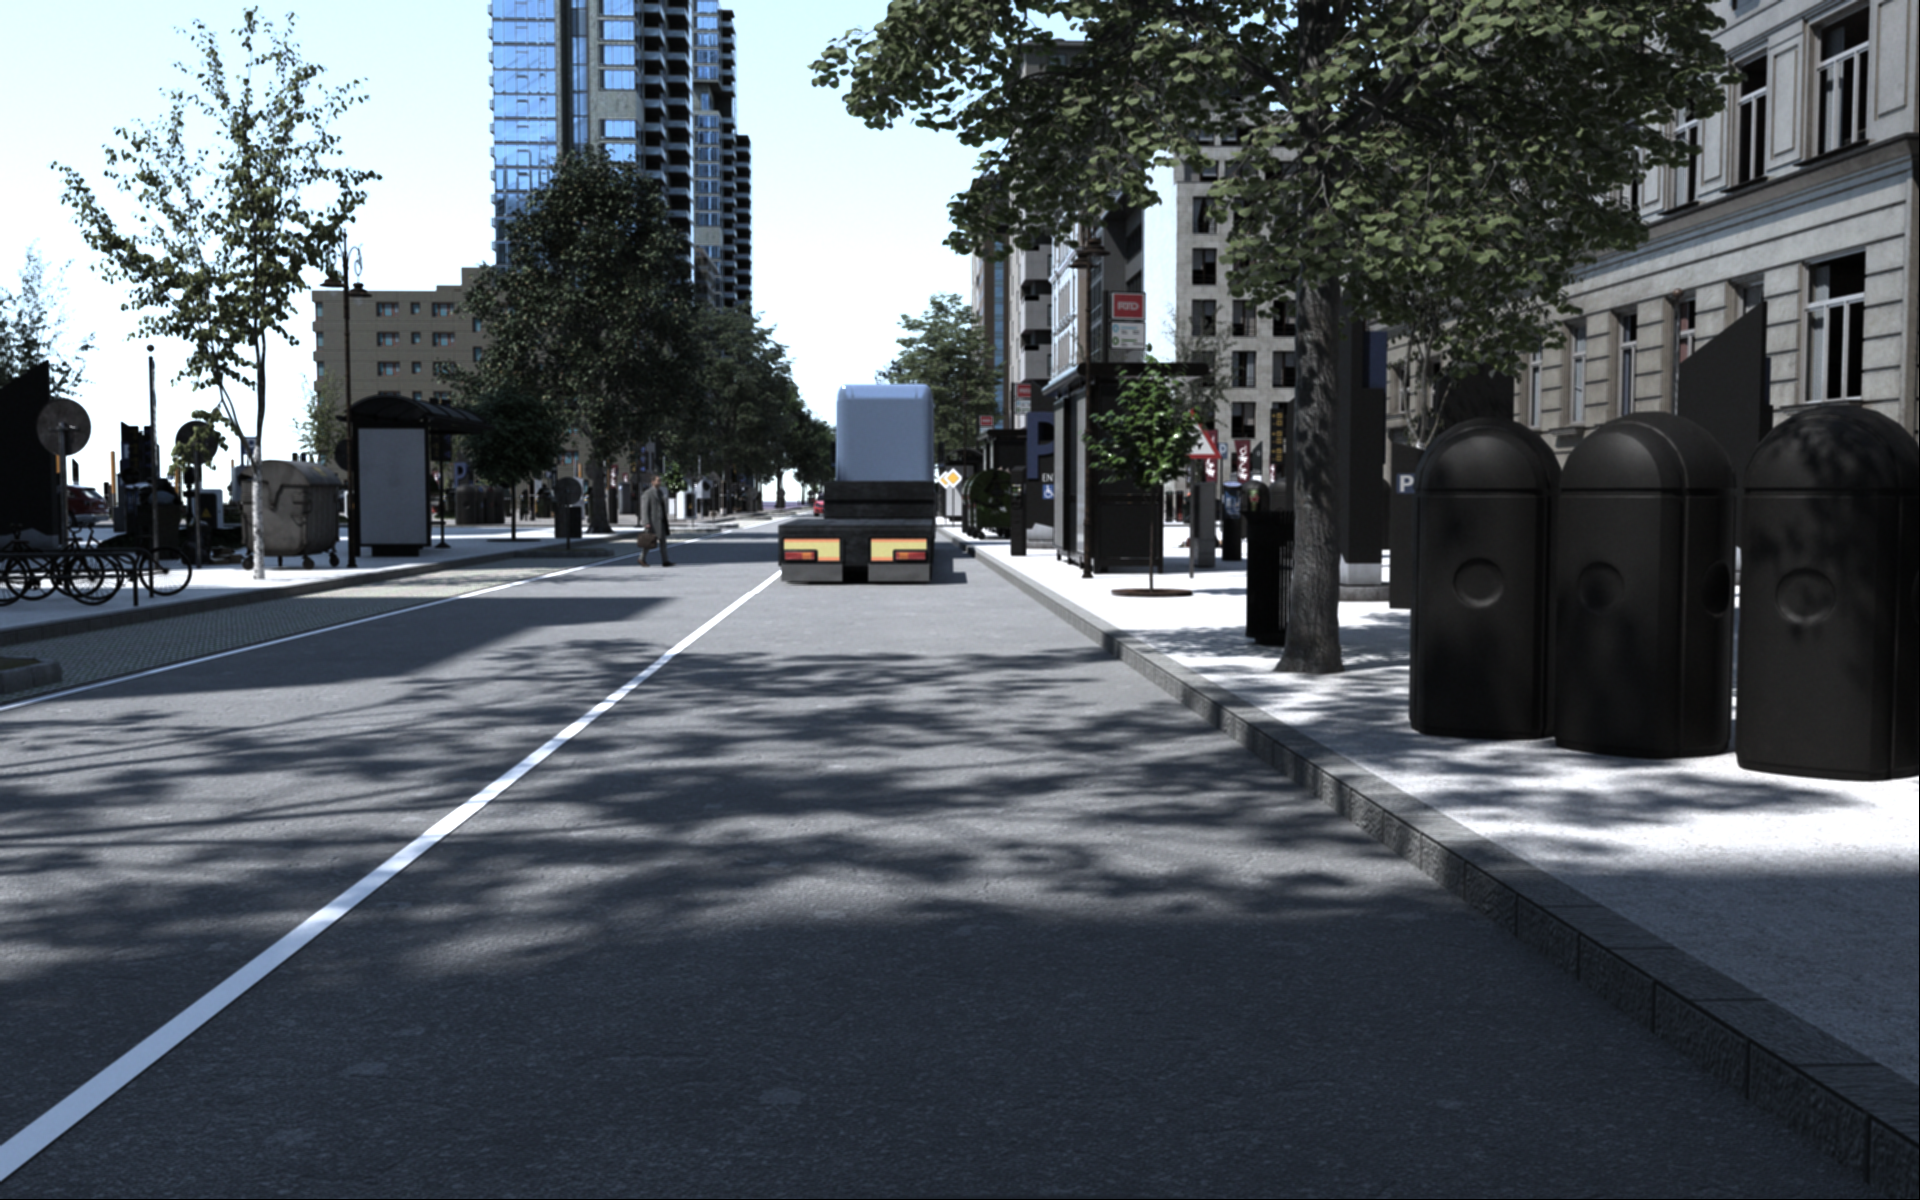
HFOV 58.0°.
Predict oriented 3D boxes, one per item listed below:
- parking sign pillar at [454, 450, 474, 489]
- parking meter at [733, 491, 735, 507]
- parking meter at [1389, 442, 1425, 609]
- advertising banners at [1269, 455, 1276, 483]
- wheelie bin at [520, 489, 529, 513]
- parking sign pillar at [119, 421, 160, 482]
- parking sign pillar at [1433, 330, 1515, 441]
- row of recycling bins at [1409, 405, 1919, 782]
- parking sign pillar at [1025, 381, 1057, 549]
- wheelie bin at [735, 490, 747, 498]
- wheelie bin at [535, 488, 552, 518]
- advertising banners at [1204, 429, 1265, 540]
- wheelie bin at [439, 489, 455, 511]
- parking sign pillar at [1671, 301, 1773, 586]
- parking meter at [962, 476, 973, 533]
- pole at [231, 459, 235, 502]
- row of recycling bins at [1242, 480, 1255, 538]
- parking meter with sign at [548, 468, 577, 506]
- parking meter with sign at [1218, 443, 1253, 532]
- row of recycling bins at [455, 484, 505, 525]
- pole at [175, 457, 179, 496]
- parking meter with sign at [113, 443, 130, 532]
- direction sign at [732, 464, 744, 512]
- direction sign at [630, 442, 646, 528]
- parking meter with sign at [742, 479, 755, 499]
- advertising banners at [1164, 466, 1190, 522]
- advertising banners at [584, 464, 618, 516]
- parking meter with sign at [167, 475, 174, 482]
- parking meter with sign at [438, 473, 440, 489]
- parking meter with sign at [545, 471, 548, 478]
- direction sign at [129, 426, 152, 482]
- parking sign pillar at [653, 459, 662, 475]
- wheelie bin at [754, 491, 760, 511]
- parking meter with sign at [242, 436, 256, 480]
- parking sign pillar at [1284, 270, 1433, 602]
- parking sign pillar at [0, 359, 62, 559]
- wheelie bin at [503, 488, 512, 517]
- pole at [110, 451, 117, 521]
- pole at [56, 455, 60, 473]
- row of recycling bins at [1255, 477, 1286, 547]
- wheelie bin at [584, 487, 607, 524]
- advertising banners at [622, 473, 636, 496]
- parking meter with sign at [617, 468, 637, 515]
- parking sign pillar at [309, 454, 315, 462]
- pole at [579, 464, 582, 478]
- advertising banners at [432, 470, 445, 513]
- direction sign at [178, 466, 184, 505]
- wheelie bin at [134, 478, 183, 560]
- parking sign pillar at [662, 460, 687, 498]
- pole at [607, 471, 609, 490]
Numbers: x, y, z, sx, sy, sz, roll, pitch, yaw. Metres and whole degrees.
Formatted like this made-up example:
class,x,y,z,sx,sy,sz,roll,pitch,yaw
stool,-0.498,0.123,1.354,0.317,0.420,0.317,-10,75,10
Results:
class,x,y,z,sx,sy,sz,roll,pitch,yaw
parking sign pillar,-30.293,-7.176,105.802,1.447,3.967,1.447,2,4,33
parking meter,-19.461,-8.552,148.237,0.372,1.533,0.369,0,3,0
parking meter,5.033,-0.835,19.368,0.399,1.863,0.255,2,4,30
advertising banners,9.830,-3.635,55.622,2.074,3.025,0.090,1,4,17
wheelie bin,-28.279,-6.422,112.905,0.693,1.594,0.980,0,4,4
parking sign pillar,-30.214,-4.609,63.832,1.447,3.967,1.447,-1,4,-10
parking sign pillar,8.260,-2.422,28.067,1.447,3.967,1.447,-1,4,-9
row of recycling bins,3.825,-0.081,8.436,3.534,1.692,1.069,3,5,43
parking sign pillar,2.196,-3.205,40.878,1.447,3.967,1.447,2,4,32
wheelie bin,-17.953,-8.200,141.982,0.980,1.594,0.693,0,4,-8
wheelie bin,-22.188,-5.175,92.516,0.693,1.594,0.980,2,4,32
advertising banners,7.293,-3.066,46.318,0.090,3.025,2.074,-3,5,-44
wheelie bin,-29.007,-5.568,98.943,0.980,1.594,0.693,-2,4,-34
parking sign pillar,10.914,-2.225,24.851,1.447,3.967,1.447,-3,5,-40
parking meter,0.274,-3.143,57.105,0.399,1.863,0.255,-1,4,-12
pole,-42.277,-6.537,100.727,0.158,3.312,0.155,0,3,0
row of recycling bins,9.874,-2.699,51.249,3.534,1.692,1.069,-1,4,-23
parking meter with sign,-26.952,-7.441,117.928,1.738,3.016,0.543,0,4,-6
parking meter with sign,9.485,-3.803,58.437,0.543,3.016,1.738,-3,5,-44
row of recycling bins,-20.460,-4.073,73.700,1.069,1.692,3.534,1,4,11
pole,-42.845,-6.172,94.749,0.158,3.312,0.155,0,3,0
parking meter with sign,-28.409,-3.833,58.938,0.543,3.016,1.738,-1,4,-12
direction sign,-15.635,-7.946,121.912,0.876,3.537,0.379,1,4,9
direction sign,-12.257,-4.524,65.959,0.876,3.537,0.379,3,4,39
parking meter with sign,-18.204,-9.262,147.691,1.738,3.016,0.543,-2,4,-30
advertising banners,10.186,-5.151,80.404,2.074,3.025,0.090,-3,5,-44
advertising banners,-21.224,-6.496,102.392,2.074,3.025,0.090,0,4,2
parking meter with sign,-65.490,-9.013,143.624,0.543,3.016,1.738,-2,4,-27
parking meter with sign,-42.710,-8.891,141.630,0.543,3.016,1.738,-1,4,-10
parking meter with sign,-30.837,-8.308,132.101,1.738,3.016,0.543,3,4,37
direction sign,-27.067,-3.997,57.356,0.876,3.537,0.379,0,4,7
parking sign pillar,-23.082,-8.831,132.865,1.447,3.967,1.447,1,4,11
wheelie bin,-15.504,-7.609,132.319,0.693,1.594,0.980,0,4,5
parking meter with sign,-21.623,-3.487,53.276,0.543,3.016,1.738,-1,4,-13
parking sign pillar,4.800,-2.002,21.208,1.447,3.967,1.447,0,4,-3
parking sign pillar,-18.891,-2.830,34.742,1.447,3.967,1.447,-1,4,-13
wheelie bin,-25.713,-5.480,97.504,0.693,1.594,0.980,3,5,43
pole,-39.950,-5.377,81.750,0.158,3.312,0.155,0,3,0
pole,-23.420,-3.137,45.133,0.158,3.312,0.155,0,3,0
row of recycling bins,8.759,-2.085,41.195,1.069,1.692,3.534,-3,4,-37
wheelie bin,-15.792,-4.115,75.192,0.980,1.594,0.693,-2,4,-24
advertising banners,-26.518,-8.845,140.809,2.074,3.025,0.090,1,4,17
parking meter with sign,-21.035,-6.880,108.757,0.543,3.016,1.738,3,4,37
parking sign pillar,-43.091,-7.788,115.809,1.447,3.967,1.447,0,4,-6
pole,-25.647,-7.535,117.041,0.158,3.312,0.155,0,3,0
advertising banners,-37.924,-8.029,127.462,2.074,3.025,0.090,1,4,17
direction sign,-63.137,-9.095,140.705,0.876,3.537,0.379,-1,4,-20
wheelie bin,-15.667,-1.589,33.884,0.980,1.594,0.693,2,4,33
parking sign pillar,-19.909,-8.176,122.151,1.447,3.967,1.447,1,4,11
pole,-20.363,-6.508,100.245,0.158,3.312,0.155,0,3,0
